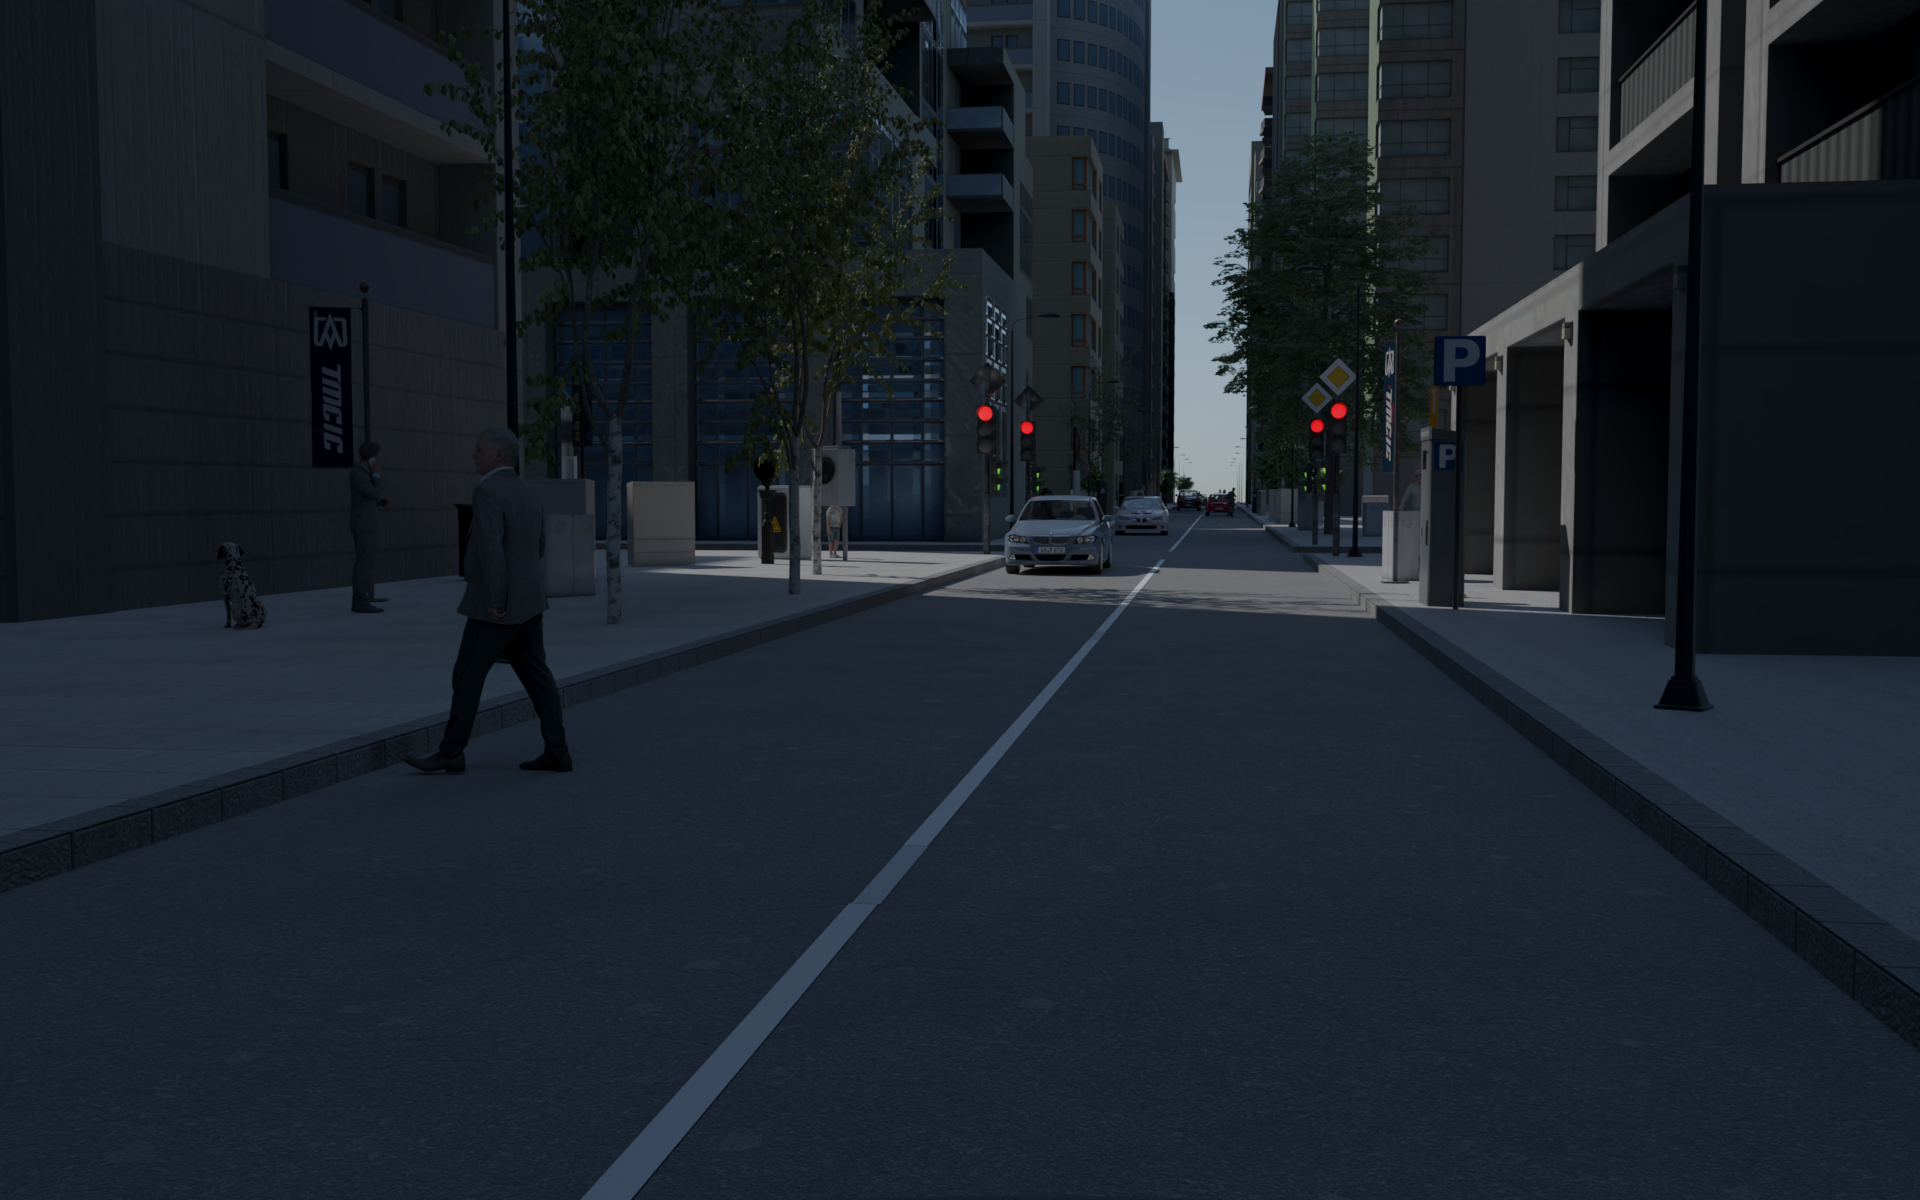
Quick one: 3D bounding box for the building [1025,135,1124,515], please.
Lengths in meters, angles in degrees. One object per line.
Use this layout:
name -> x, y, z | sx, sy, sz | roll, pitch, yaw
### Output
building -> -5.241, -15.589, 99.916 | 27.650, 21.520, 28.899 | 1, 4, 9

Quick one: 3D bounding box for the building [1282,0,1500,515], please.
building -> 30.514, -27.080, 126.357 | 14.154, 41.232, 14.086 | 1, 4, 9

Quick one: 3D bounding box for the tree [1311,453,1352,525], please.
tree -> 15.362, -4.751, 72.273 | 1.663, 3.219, 1.824 | 0, 3, 0

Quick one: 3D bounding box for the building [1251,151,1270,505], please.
building -> 42.253, -32.075, 208.015 | 14.154, 41.232, 14.086 | 1, 4, 9

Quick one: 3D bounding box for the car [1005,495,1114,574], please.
car -> 1.909, -1.259, 32.587 | 2.014, 1.417, 4.499 | 1, 4, 8

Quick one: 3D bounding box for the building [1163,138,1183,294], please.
building -> 18.686, -41.112, 261.417 | 28.713, 52.752, 27.495 | 1, 4, 9

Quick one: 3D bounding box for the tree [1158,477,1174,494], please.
tree -> 20.937, -11.103, 176.137 | 1.663, 3.219, 1.824 | 0, 3, 0

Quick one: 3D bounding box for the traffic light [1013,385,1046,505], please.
traffic light -> 1.778, -3.414, 44.742 | 0.839, 4.253, 0.868 | 1, 4, 9

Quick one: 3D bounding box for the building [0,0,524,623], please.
building -> -22.063, -29.600, 25.954 | 28.212, 58.520, 21.231 | 1, 4, 9

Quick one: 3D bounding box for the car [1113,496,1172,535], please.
car -> 6.513, -3.026, 61.843 | 2.083, 1.381, 4.827 | 0, 4, 7

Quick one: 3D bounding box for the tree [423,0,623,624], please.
tree -> -3.350, -4.082, 17.110 | 4.737, 8.622, 4.395 | 0, 3, 0

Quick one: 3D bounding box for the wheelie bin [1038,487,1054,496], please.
wheelie bin -> 4.091, -4.578, 82.759 | 0.693, 1.594, 0.980 | 1, 4, 18

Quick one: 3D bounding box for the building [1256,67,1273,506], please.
building -> 41.481, -31.846, 175.303 | 22.147, 44.769, 28.867 | 1, 4, 9

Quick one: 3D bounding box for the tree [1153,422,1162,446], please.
tree -> 10.970, -10.087, 115.277 | 4.360, 8.622, 3.978 | 0, 3, 0

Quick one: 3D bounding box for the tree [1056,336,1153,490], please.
tree -> 6.561, -8.007, 81.279 | 4.360, 8.622, 3.978 | 0, 3, 0

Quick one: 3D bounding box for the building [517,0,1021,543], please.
building -> -8.168, -45.712, 60.068 | 22.319, 86.520, 31.000 | 1, 4, 9

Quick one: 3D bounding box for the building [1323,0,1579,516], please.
building -> 28.211, -25.743, 104.485 | 14.154, 41.232, 14.086 | 1, 4, 9

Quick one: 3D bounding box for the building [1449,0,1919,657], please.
building -> 16.615, -35.256, 14.694 | 20.563, 71.187, 20.611 | 1, 4, 9

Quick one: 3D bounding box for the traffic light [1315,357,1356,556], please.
traffic light -> 7.775, -2.866, 35.787 | 0.839, 4.253, 0.868 | 1, 4, 9

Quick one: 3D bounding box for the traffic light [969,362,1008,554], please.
traffic light -> 0.592, -2.931, 36.845 | 0.839, 4.253, 0.868 | 1, 4, 9

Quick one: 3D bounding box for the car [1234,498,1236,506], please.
car -> 25.025, -9.258, 163.375 | 2.014, 1.417, 4.499 | 1, 4, 9

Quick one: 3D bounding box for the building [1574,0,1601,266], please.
building -> 26.255, -24.331, 81.399 | 14.154, 41.232, 14.086 | 1, 4, 9

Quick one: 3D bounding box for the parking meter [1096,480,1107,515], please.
parking meter -> 5.935, -4.088, 72.545 | 0.399, 1.863, 0.255 | -1, 4, -22

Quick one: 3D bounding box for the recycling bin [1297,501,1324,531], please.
recycling bin -> 12.372, -2.972, 61.152 | 0.722, 1.027, 0.722 | 2, 4, 33

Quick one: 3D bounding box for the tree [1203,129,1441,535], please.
tree -> 11.360, -8.359, 54.803 | 7.486, 12.596, 7.792 | 0, 3, 0

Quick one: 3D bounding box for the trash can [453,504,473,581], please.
trash can -> -7.140, -0.861, 25.736 | 0.748, 1.137, 0.748 | 0, 3, 0

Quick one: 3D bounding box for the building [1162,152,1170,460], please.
building -> 15.016, -34.488, 218.506 | 22.147, 44.769, 28.867 | 1, 4, 9

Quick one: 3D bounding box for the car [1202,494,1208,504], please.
car -> 32.666, -13.688, 234.025 | 2.015, 1.641, 3.980 | 1, 4, 10

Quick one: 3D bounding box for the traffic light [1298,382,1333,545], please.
traffic light -> 8.961, -3.349, 43.684 | 0.839, 4.253, 0.868 | 1, 4, 9

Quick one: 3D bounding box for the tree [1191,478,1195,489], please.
tree -> 35.801, -17.893, 276.259 | 4.285, 4.588, 4.351 | 0, 3, 0

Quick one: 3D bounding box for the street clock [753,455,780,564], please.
street clock -> -3.532, -1.663, 31.757 | 0.471, 2.002, 0.358 | 1, 4, 17

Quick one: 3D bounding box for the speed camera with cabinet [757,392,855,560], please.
speed camera with cabinet -> -3.020, -2.416, 33.845 | 2.038, 3.252, 0.660 | 2, 4, 34

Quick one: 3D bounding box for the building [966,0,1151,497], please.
building -> 3.649, -36.225, 134.275 | 21.231, 58.520, 28.212 | 1, 4, 9

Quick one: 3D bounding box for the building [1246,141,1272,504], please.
building -> 48.244, -36.771, 224.904 | 21.300, 48.544, 21.600 | 1, 4, 9

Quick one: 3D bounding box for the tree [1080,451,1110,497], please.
tree -> 5.809, -5.075, 77.575 | 1.663, 3.219, 1.824 | 0, 3, 0

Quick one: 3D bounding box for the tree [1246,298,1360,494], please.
tree -> 12.723, -6.852, 62.389 | 4.360, 8.622, 3.978 | 0, 3, 0

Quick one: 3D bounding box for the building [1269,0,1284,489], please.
building -> 34.940, -30.848, 154.469 | 14.600, 45.320, 14.200 | 1, 4, 9

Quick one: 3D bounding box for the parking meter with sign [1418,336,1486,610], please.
parking meter with sign -> 5.601, -1.451, 19.983 | 0.543, 3.016, 1.738 | 0, 4, 6

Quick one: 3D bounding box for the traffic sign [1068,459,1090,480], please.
traffic sign -> 4.256, -3.794, 62.134 | 0.768, 2.556, 0.104 | 1, 4, 10

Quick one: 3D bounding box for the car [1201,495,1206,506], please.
car -> 28.532, -12.019, 208.303 | 2.131, 1.459, 4.920 | 0, 4, 7

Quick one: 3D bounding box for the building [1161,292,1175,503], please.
building -> 22.450, -28.613, 239.517 | 14.160, 30.474, 14.107 | 1, 4, 9

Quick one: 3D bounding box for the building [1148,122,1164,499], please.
building -> 14.480, -30.717, 185.815 | 14.154, 41.232, 14.086 | 1, 4, 9

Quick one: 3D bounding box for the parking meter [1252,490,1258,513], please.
parking meter -> 19.715, -6.571, 115.840 | 0.372, 1.533, 0.369 | 0, 3, 0

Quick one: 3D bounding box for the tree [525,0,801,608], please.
tree -> -2.360, -4.379, 21.955 | 4.737, 8.622, 4.395 | 0, 3, 0

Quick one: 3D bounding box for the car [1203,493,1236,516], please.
car -> 17.123, -6.438, 114.303 | 2.155, 1.783, 4.494 | 1, 4, 9

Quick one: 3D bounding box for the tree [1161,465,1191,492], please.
tree -> 23.297, -12.950, 195.445 | 4.285, 4.588, 4.351 | 0, 3, 0

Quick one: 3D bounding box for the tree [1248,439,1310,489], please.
tree -> 16.375, -6.363, 87.742 | 4.285, 4.588, 4.351 | 0, 3, 0

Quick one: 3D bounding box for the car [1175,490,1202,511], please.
car -> 19.474, -8.489, 147.462 | 2.281, 1.827, 5.304 | 0, 4, 7
